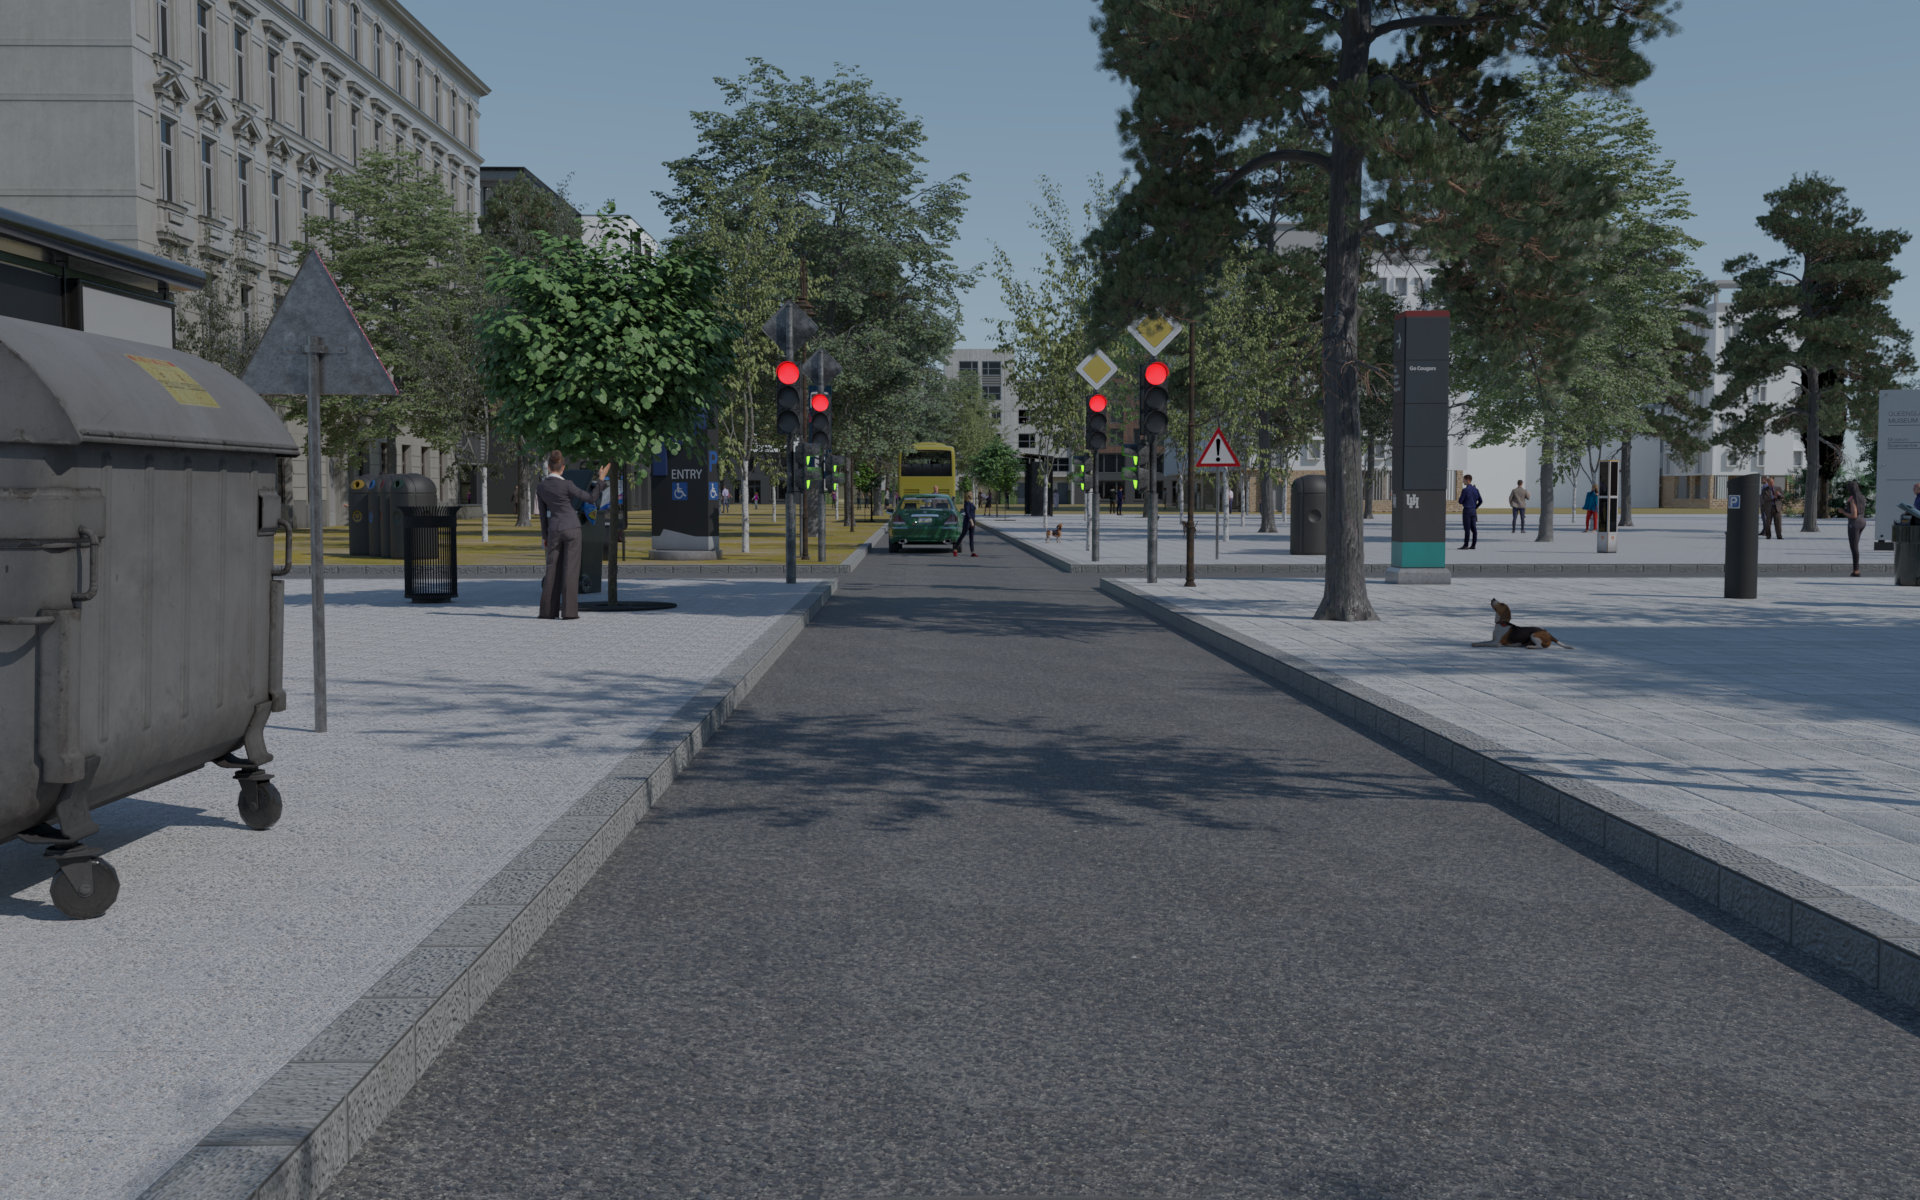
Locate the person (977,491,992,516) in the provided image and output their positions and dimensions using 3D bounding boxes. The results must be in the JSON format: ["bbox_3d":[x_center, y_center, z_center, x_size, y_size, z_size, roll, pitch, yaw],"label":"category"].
[{"bbox_3d":[1.414,-5.570,100.306,0.799,1.438,0.628,-1,4,-18],"label":"person"}]

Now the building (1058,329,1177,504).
[{"bbox_3d":[29.927,-23.351,225.770,32.646,21.610,27.936,0,4,-1],"label":"building"}]

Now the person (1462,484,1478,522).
[{"bbox_3d":[23.584,-4.478,80.064,0.742,1.727,0.445,1,4,19],"label":"person"}]

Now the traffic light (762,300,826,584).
[{"bbox_3d":[-2.406,-2.170,24.730,0.839,4.213,0.868,0,4,-1],"label":"traffic light"}]

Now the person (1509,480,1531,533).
[{"bbox_3d":[18.496,-3.097,57.216,0.617,1.759,0.750,2,4,28],"label":"person"}]

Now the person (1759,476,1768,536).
[{"bbox_3d":[24.567,-2.887,53.111,0.599,1.838,0.709,0,4,-1],"label":"person"}]

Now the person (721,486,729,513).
[{"bbox_3d":[-15.794,-6.714,115.686,0.599,1.838,0.709,2,4,34],"label":"person"}]

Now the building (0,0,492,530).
[{"bbox_3d":[-32.645,-18.073,71.904,17.030,29.872,44.131,0,4,-1],"label":"building"}]

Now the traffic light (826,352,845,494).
[{"bbox_3d":[-2.599,-2.659,32.713,0.839,4.213,0.868,0,4,-1],"label":"traffic light"}]

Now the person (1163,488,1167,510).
[{"bbox_3d":[16.988,-8.429,143.865,0.705,1.824,1.348,0,4,5],"label":"person"}]

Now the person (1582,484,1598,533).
[{"bbox_3d":[20.922,-3.034,57.346,0.444,1.614,0.593,-1,4,-14],"label":"person"}]

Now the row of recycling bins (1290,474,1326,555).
[{"bbox_3d":[7.904,-1.877,37.796,1.069,1.692,3.534,1,4,20],"label":"row of recycling bins"}]

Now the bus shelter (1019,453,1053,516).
[{"bbox_3d":[4.492,-6.785,102.210,1.731,3.624,6.357,0,4,-1],"label":"bus shelter"}]

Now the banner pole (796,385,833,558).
[{"bbox_3d":[-2.984,-2.752,35.007,0.863,3.779,0.401,-1,4,-12],"label":"banner pole"}]

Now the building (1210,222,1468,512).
[{"bbox_3d":[27.432,-16.503,126.244,16.016,20.091,11.380,0,4,-1],"label":"building"}]

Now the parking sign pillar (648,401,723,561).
[{"bbox_3d":[-5.394,-2.780,33.925,1.447,3.967,1.447,1,4,22],"label":"parking sign pillar"}]

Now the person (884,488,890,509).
[{"bbox_3d":[-5.183,-7.001,121.297,0.721,1.735,1.217,0,4,6],"label":"person"}]

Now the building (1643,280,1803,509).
[{"bbox_3d":[71.224,-18.549,159.694,11.380,20.091,16.016,0,4,-1],"label":"building"}]

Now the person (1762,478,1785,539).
[{"bbox_3d":[22.983,-2.581,48.925,0.565,1.739,0.600,-1,4,-11],"label":"person"}]

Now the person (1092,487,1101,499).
[{"bbox_3d":[8.525,-6.299,109.812,0.721,1.735,1.217,3,5,42],"label":"person"}]

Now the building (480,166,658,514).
[{"bbox_3d":[-38.047,-17.152,124.403,27.936,21.610,32.646,0,4,-1],"label":"building"}]

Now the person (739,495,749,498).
[{"bbox_3d":[-19.232,-9.026,154.334,0.721,1.743,1.217,2,4,35],"label":"person"}]

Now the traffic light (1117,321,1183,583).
[{"bbox_3d":[2.754,-2.179,24.871,0.839,4.213,0.868,0,4,-1],"label":"traffic light"}]

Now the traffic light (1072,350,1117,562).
[{"bbox_3d":[2.560,-2.667,32.854,0.839,4.213,0.868,0,4,-1],"label":"traffic light"}]

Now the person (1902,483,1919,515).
[{"bbox_3d":[18.992,-1.568,34.370,0.574,1.496,0.600,-3,5,-43],"label":"person"}]

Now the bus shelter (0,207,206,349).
[{"bbox_3d":[-7.933,-2.079,11.623,2.179,5.291,8.768,0,4,-1],"label":"bus shelter"}]

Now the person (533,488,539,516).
[{"bbox_3d":[-25.046,-5.881,102.869,0.621,1.740,0.551,-2,4,-30],"label":"person"}]

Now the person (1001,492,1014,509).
[{"bbox_3d":[3.994,-8.578,146.308,1.348,1.822,0.705,-2,4,-32],"label":"person"}]

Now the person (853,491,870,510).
[{"bbox_3d":[-8.196,-8.124,139.588,1.217,1.735,0.721,3,4,36],"label":"person"}]

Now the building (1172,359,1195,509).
[{"bbox_3d":[27.381,-17.893,148.966,16.016,20.091,11.380,0,4,-1],"label":"building"}]

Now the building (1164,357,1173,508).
[{"bbox_3d":[27.212,-18.587,160.324,16.016,20.091,11.380,0,4,-1],"label":"building"}]

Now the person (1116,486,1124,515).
[{"bbox_3d":[9.637,-5.930,103.711,0.504,1.737,0.576,-2,4,-32],"label":"person"}]

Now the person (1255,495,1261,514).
[{"bbox_3d":[12.662,-3.944,72.478,0.435,1.587,0.963,2,4,24],"label":"person"}]

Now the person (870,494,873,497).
[{"bbox_3d":[-8.051,-8.816,150.897,1.217,1.735,0.721,2,4,33],"label":"person"}]

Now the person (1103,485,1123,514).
[{"bbox_3d":[9.806,-6.454,111.204,1.348,1.869,0.705,1,4,21],"label":"person"}]

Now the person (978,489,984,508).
[{"bbox_3d":[1.959,-9.444,161.006,0.434,1.755,0.990,-2,4,-33],"label":"person"}]

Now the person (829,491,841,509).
[{"bbox_3d":[-11.036,-8.900,152.247,1.217,1.739,0.721,-2,4,-34],"label":"person"}]

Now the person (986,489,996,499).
[{"bbox_3d":[2.946,-9.893,168.471,1.217,1.739,0.721,2,4,34],"label":"person"}]

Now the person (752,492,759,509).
[{"bbox_3d":[-17.033,-8.250,144.154,0.599,1.433,0.991,2,4,26],"label":"person"}]

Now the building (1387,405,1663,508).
[{"bbox_3d":[51.445,-13.448,162.021,28.070,9.664,9.099,0,4,-1],"label":"building"}]

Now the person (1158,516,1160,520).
[{"bbox_3d":[9.244,-4.536,82.418,0.471,1.553,0.569,3,5,44],"label":"person"}]

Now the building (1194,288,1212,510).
[{"bbox_3d":[27.771,-17.198,137.614,16.016,20.091,11.380,0,4,-1],"label":"building"}]

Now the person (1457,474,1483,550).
[{"bbox_3d":[11.729,-2.037,40.057,0.576,1.737,0.504,-3,5,-42],"label":"person"}]

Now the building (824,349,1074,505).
[{"bbox_3d":[-1.988,-21.577,219.241,31.486,18.905,16.747,0,4,-1],"label":"building"}]

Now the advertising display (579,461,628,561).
[{"bbox_3d":[-6.840,-1.715,33.253,0.974,1.923,0.123,1,4,18],"label":"advertising display"}]

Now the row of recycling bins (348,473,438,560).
[{"bbox_3d":[-11.519,-1.719,35.225,1.069,1.692,3.534,-3,4,-36],"label":"row of recycling bins"}]

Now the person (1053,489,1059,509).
[{"bbox_3d":[8.372,-8.834,151.147,0.551,1.740,0.621,-1,4,-13],"label":"person"}]

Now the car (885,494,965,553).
[{"bbox_3d":[-0.841,-1.951,43.702,2.131,1.459,4.920,0,3,0],"label":"car"}]

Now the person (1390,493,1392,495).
[{"bbox_3d":[24.112,-5.460,95.844,0.750,1.759,0.617,1,4,17],"label":"person"}]

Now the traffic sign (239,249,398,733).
[{"bbox_3d":[-3.443,-0.566,9.257,0.884,2.594,0.081,0,4,1],"label":"traffic sign"}]

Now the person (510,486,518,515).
[{"bbox_3d":[-27.059,-6.080,106.008,0.990,1.755,0.434,1,4,22],"label":"person"}]

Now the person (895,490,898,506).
[{"bbox_3d":[-6.559,-10.508,178.536,0.721,1.739,1.217,-3,5,-40],"label":"person"}]

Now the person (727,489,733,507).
[{"bbox_3d":[-22.731,-9.985,170.022,0.721,1.743,1.217,-3,5,-43],"label":"person"}]

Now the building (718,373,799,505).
[{"bbox_3d":[-34.565,-23.236,223.886,32.646,21.610,27.936,0,4,-1],"label":"building"}]

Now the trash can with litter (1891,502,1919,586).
[{"bbox_3d":[13.522,-0.774,24.043,1.055,1.170,0.624,3,5,39],"label":"trash can with litter"}]

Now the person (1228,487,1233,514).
[{"bbox_3d":[17.376,-6.407,111.741,0.436,1.711,0.756,2,4,33],"label":"person"}]

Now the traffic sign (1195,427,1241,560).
[{"bbox_3d":[5.032,-2.070,33.842,0.884,2.594,0.081,0,3,0],"label":"traffic sign"}]

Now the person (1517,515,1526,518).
[{"bbox_3d":[29.663,-5.085,91.723,0.613,1.512,0.480,1,4,19],"label":"person"}]

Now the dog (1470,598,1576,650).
[{"bbox_3d":[4.684,0.202,14.427,0.550,0.427,0.748,-3,4,-36],"label":"dog"}]
